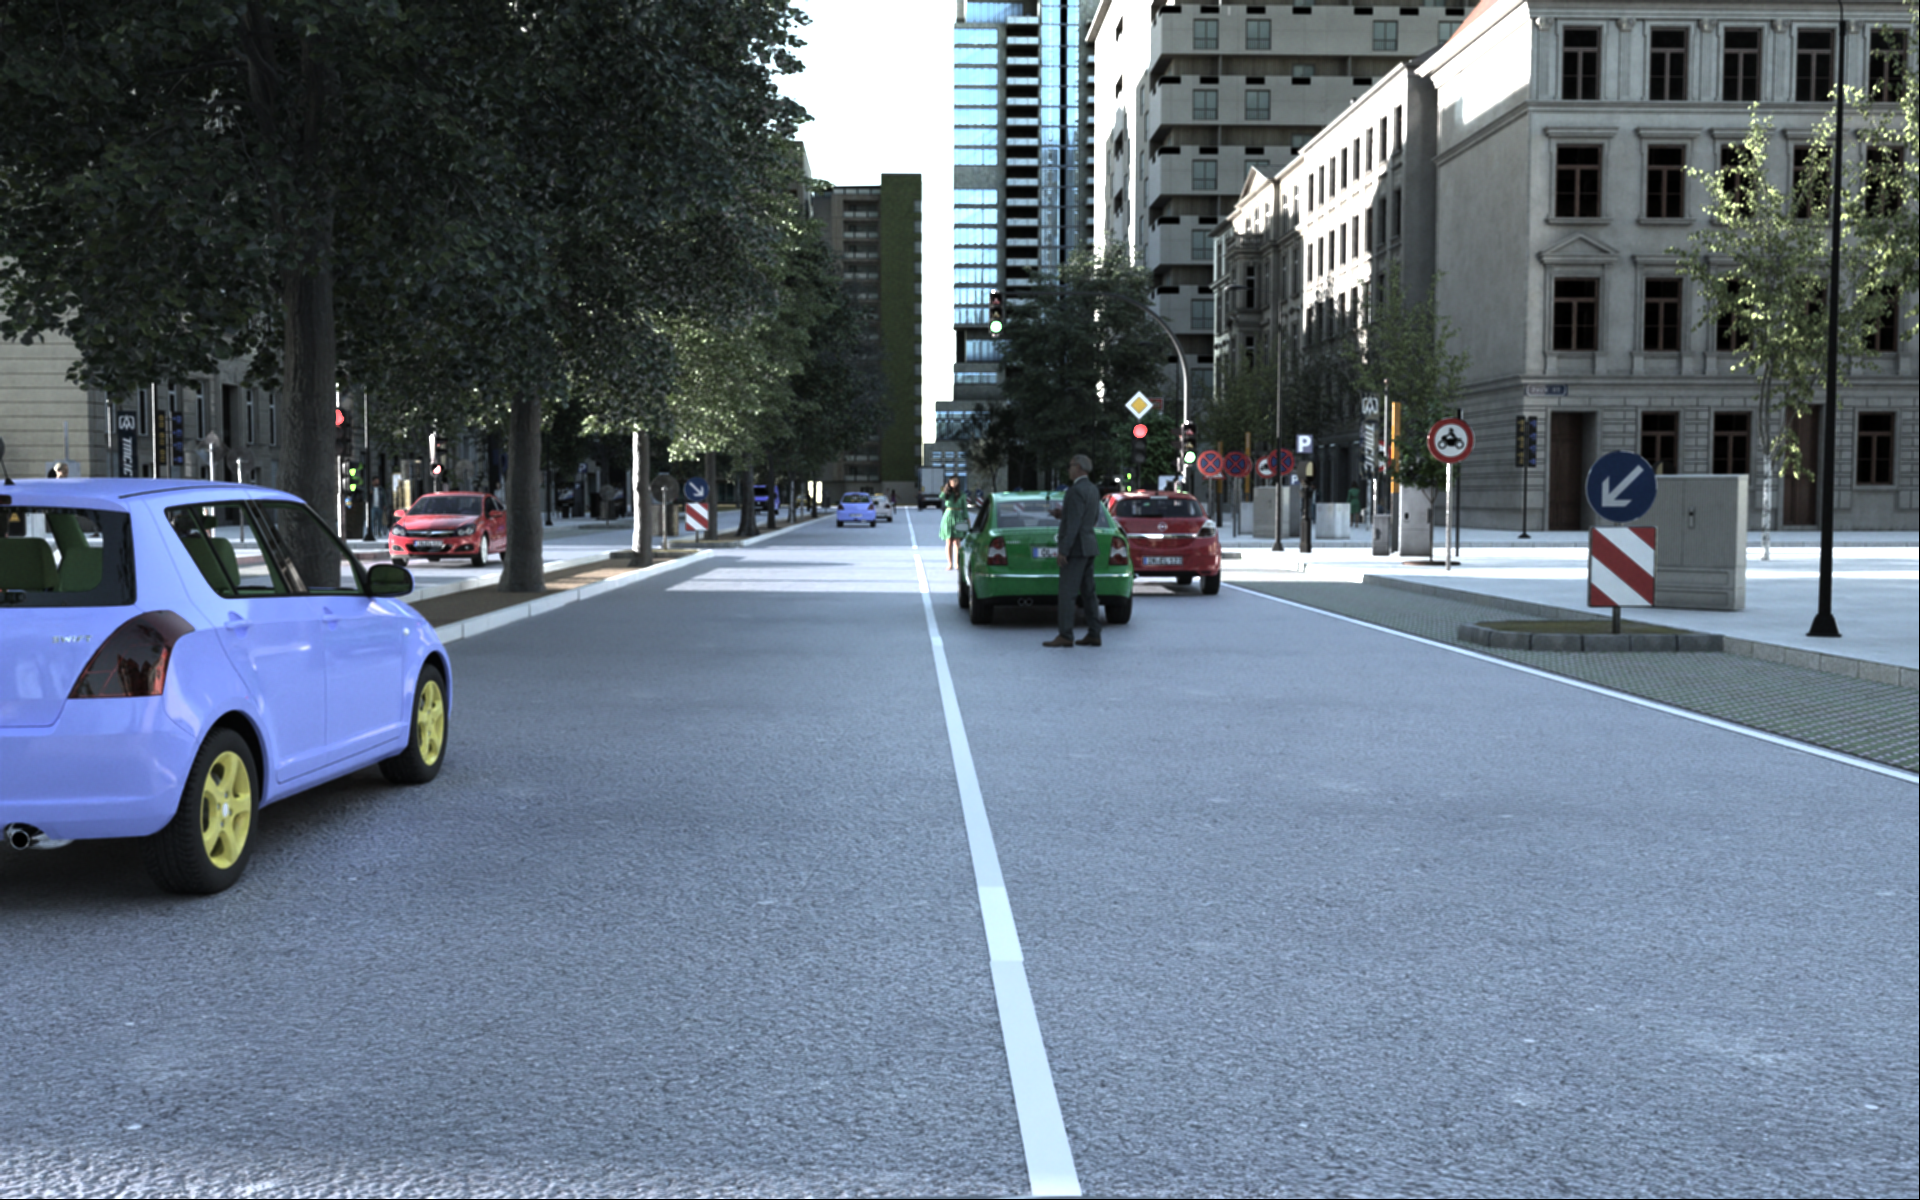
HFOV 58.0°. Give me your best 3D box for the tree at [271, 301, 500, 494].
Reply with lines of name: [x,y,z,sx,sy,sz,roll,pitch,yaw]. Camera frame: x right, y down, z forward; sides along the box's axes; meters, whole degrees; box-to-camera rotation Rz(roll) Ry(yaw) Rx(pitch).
tree: [-17.829,-9.005,57.609,12.009,13.543,11.850,0,3,0]

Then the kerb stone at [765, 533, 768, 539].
kerb stone: [-6.191,-1.952,54.105,0.120,0.150,1.000,0,4,-2]

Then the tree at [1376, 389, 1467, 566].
tree: [8.689,-2.260,31.556,1.663,3.219,1.824,0,3,0]

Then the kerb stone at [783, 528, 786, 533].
kerb stone: [-6.458,-2.448,62.294,0.120,0.150,1.000,0,4,-2]

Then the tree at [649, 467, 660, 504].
tree: [-18.463,-6.732,104.673,1.663,3.219,1.824,0,3,0]

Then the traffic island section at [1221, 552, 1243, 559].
traffic island section: [5.141,-1.039,39.272,2.009,0.180,2.903,0,4,-2]

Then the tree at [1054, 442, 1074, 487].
tree: [6.562,-6.699,93.242,4.285,4.588,4.351,0,3,0]

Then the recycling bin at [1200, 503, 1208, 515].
recycling bin: [6.810,-2.329,50.638,0.722,1.027,0.722,0,4,-4]

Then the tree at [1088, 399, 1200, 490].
tree: [6.566,-4.644,59.639,4.285,4.588,4.351,0,3,0]

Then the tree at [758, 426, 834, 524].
tree: [-7.898,-7.844,81.074,4.360,8.622,3.978,0,3,0]

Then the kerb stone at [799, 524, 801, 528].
kerb stone: [-6.768,-3.015,71.518,0.120,0.150,1.000,0,4,-2]

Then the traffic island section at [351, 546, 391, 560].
traffic island section: [-13.791,-1.002,38.659,2.009,0.180,2.903,0,4,-2]

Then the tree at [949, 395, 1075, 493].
tree: [4.805,-12.256,134.805,7.601,10.594,8.767,3,5,39]

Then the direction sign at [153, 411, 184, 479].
direction sign: [-21.627,-3.388,47.383,0.379,3.537,0.876,2,4,29]

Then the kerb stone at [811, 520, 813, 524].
kerb stone: [-7.077,-3.581,80.744,0.120,0.150,1.000,0,4,-2]

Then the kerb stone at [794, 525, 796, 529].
kerb stone: [-6.671,-2.829,68.444,0.120,0.150,1.000,0,4,-2]

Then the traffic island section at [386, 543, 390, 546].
traffic island section: [-14.052,-1.490,46.640,2.009,0.180,2.903,0,4,-2]

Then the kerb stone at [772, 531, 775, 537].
kerb stone: [-6.300,-2.139,57.172,0.120,0.150,1.000,0,4,-2]

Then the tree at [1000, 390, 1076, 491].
tree: [5.590,-9.609,107.476,4.360,8.622,3.978,0,3,0]

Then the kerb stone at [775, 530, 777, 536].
kerb stone: [-6.326,-2.200,58.194,0.120,0.150,1.000,0,4,-2]

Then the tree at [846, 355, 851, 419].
tree: [-7.196,-7.866,49.198,7.486,12.596,7.792,0,3,0]

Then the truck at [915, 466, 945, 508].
truck: [-3.009,-11.443,176.010,2.839,4.237,11.283,0,4,-3]

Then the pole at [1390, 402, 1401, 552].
pole: [9.688,-2.734,38.550,0.158,3.312,0.155,0,3,0]

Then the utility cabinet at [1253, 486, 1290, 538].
utility cabinet: [8.947,-2.517,49.839,0.318,1.500,1.173,-2,4,-35]

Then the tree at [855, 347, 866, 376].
tree: [-8.634,-10.233,87.886,7.486,12.596,7.792,0,3,0]

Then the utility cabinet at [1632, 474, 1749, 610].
utility cabinet: [8.121,-0.652,19.332,0.318,1.500,1.173,-3,5,-44]

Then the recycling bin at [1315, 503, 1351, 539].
recycling bin: [10.640,-2.254,49.409,0.722,1.027,0.722,-3,5,-39]

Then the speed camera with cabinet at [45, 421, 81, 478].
speed camera with cabinet: [-24.954,-3.217,46.941,2.038,3.252,0.660,0,4,6]

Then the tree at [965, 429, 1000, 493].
tree: [3.304,-14.340,184.820,4.360,8.622,3.978,0,3,0]

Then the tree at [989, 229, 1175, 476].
tree: [5.982,-10.902,84.910,9.857,13.997,8.962,0,3,0]

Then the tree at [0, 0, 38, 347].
tree: [-5.854,-6.486,15.163,9.857,13.997,8.962,0,3,0]

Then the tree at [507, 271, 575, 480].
tree: [-17.546,-10.271,84.942,9.611,12.733,9.660,0,3,0]

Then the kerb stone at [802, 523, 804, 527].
kerb stone: [-6.841,-3.142,73.561,0.120,0.150,1.000,0,4,-2]

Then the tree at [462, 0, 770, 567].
tree: [-6.349,-6.936,33.988,7.486,12.596,7.792,0,3,0]

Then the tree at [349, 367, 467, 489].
tree: [-25.061,-7.767,77.358,4.737,8.622,4.395,0,3,0]

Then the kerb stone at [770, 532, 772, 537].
kerb stone: [-6.265,-2.077,56.149,0.120,0.150,1.000,0,4,-2]

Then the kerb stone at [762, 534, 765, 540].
kerb stone: [-6.166,-1.888,53.082,0.120,0.150,1.000,0,4,-2]

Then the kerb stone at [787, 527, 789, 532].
kerb stone: [-6.536,-2.578,64.346,0.120,0.150,1.000,0,4,-2]

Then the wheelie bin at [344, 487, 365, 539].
wheelie bin: [-17.267,-2.528,49.240,0.693,1.594,0.980,-2,4,-25]

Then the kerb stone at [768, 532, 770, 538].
kerb stone: [-6.236,-2.014,55.127,0.120,0.150,1.000,0,4,-2]

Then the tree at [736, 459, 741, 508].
tree: [-19.183,-18.600,159.994,12.611,20.169,13.585,0,3,0]

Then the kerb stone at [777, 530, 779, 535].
kerb stone: [-6.364,-2.264,59.219,0.120,0.150,1.000,0,4,-2]

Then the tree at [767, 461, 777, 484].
tree: [-20.925,-16.693,198.688,9.928,11.665,9.643,0,3,0]

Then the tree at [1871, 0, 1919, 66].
tree: [14.944,-4.603,25.628,4.737,8.622,4.395,0,3,0]

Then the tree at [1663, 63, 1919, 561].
tree: [15.785,-5.062,33.119,4.737,8.622,4.395,0,3,0]

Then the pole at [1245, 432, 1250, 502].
pole: [9.456,-3.861,56.978,0.158,3.312,0.155,0,3,0]

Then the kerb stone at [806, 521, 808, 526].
kerb stone: [-6.937,-3.329,76.632,0.120,0.150,1.000,0,4,-2]

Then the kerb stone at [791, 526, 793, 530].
kerb stone: [-6.594,-2.703,66.397,0.120,0.150,1.000,0,4,-2]

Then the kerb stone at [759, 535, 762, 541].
kerb stone: [-6.131,-1.824,52.054,0.120,0.150,1.000,0,4,-2]

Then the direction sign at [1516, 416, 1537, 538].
direction sign: [16.442,-3.569,50.345,0.876,3.537,0.379,-2,4,-34]

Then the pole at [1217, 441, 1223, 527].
pole: [10.041,-4.471,66.945,0.158,3.312,0.155,0,3,0]

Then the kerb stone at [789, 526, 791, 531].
kerb stone: [-6.565,-2.641,65.368,0.120,0.150,1.000,0,4,-2]

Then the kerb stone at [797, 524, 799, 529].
kerb stone: [-6.734,-2.953,70.492,0.120,0.150,1.000,0,4,-2]

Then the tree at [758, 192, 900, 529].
tree: [-7.661,-9.621,70.125,12.009,13.543,11.850,0,3,0]

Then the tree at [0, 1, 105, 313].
tree: [-16.169,-6.035,24.424,9.928,11.665,9.643,0,3,0]

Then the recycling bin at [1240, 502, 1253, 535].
recycling bin: [9.370,-2.603,55.109,0.722,1.027,0.722,2,4,31]

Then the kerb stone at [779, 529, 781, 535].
kerb stone: [-6.397,-2.324,60.243,0.120,0.150,1.000,0,4,-2]

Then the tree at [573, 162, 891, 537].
tree: [-7.166,-8.491,58.296,9.611,12.733,9.660,0,3,0]

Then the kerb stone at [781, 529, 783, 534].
kerb stone: [-6.431,-2.390,61.269,0.120,0.150,1.000,0,4,-2]
